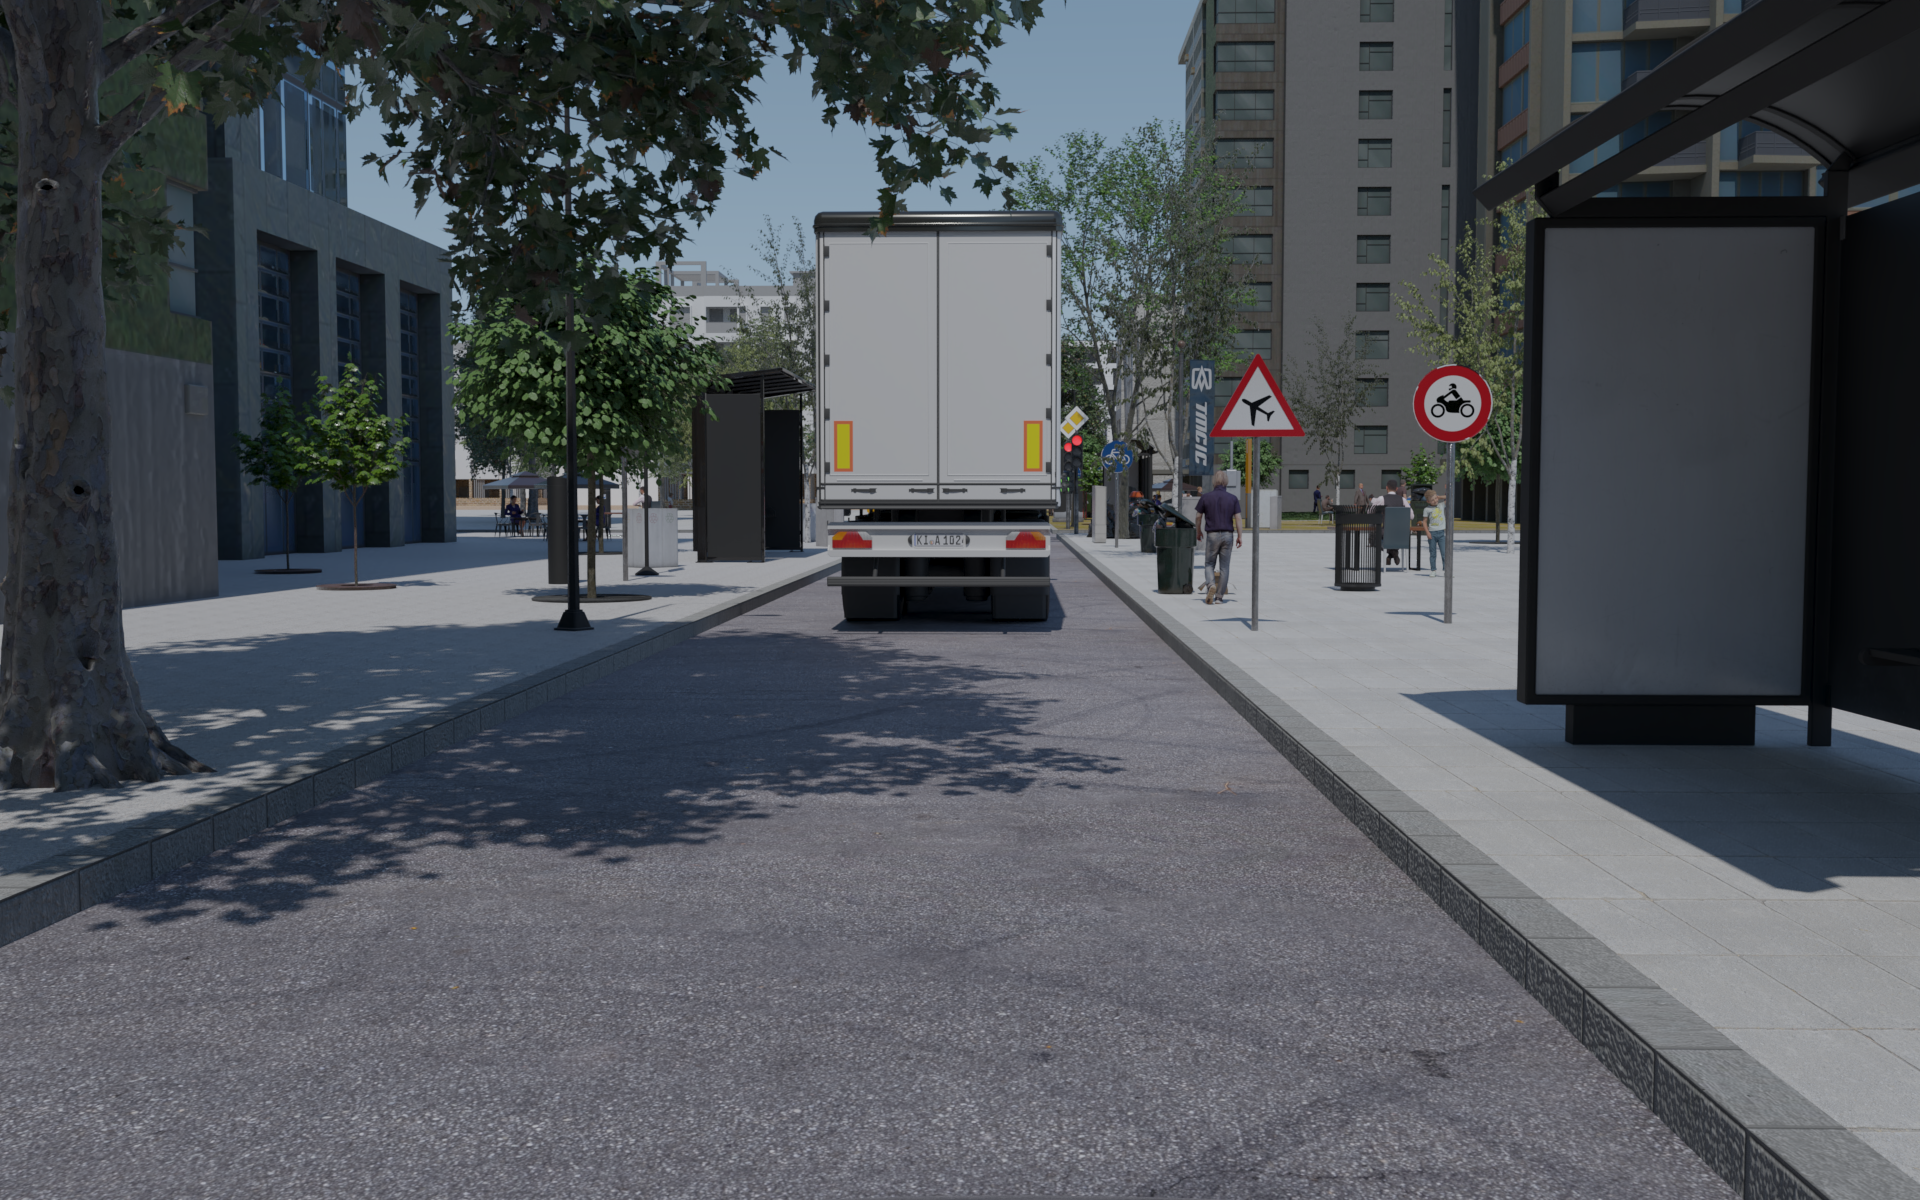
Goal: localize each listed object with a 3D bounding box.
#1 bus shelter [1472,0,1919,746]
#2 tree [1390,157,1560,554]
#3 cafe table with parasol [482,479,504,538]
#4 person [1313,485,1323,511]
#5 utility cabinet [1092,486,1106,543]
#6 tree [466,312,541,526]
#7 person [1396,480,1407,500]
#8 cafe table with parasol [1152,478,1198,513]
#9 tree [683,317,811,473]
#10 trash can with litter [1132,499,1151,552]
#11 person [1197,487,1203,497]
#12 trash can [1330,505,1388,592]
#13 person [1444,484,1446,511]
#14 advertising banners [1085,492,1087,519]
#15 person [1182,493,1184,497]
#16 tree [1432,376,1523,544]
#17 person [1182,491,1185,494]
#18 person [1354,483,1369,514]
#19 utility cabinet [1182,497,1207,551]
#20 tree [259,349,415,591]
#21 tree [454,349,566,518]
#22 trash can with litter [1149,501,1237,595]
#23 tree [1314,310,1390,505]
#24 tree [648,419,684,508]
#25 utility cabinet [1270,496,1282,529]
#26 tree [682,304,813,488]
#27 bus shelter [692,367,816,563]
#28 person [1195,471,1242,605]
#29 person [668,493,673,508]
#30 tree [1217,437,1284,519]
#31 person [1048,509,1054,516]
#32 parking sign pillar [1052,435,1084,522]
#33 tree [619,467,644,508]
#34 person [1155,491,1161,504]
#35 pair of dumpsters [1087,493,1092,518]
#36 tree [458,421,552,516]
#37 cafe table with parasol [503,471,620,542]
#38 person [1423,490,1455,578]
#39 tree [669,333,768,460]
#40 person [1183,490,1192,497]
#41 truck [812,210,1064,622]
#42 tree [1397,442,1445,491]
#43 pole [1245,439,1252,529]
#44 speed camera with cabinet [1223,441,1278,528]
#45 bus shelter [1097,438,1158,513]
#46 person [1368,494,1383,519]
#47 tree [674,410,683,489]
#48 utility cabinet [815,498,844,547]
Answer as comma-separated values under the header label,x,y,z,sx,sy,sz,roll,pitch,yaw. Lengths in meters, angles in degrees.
label,x,y,z,sx,sy,sz,roll,pitch,yaw
bus shelter,3.588,-0.757,6.302,2.014,3.302,5.546,0,4,2
tree,11.774,-5.319,37.328,4.737,8.622,4.395,0,3,0
cafe table with parasol,-12.963,-2.862,51.661,2.610,1.966,2.610,1,4,18
person,18.325,-5.003,88.548,0.504,1.737,0.576,-3,5,-40
utility cabinet,3.681,-2.263,45.672,0.318,1.500,1.173,0,4,1
tree,-17.829,-7.286,69.487,4.737,8.622,4.395,0,3,0
person,16.088,-3.465,62.830,0.434,1.807,0.598,-1,4,-8
cafe table with parasol,9.261,-4.328,75.625,2.610,1.966,2.610,3,4,38
tree,-12.940,-11.798,111.023,7.486,12.596,7.792,0,3,0
trash can with litter,4.350,-1.629,38.015,1.055,1.170,0.624,-2,4,-31
person,8.946,-3.408,64.031,0.388,1.546,0.482,0,3,0
trash can,5.282,-0.692,22.970,0.748,1.137,0.748,0,3,0
person,18.958,-3.688,67.264,0.541,1.710,0.530,-3,5,-42
advertising banners,6.432,-5.777,90.639,2.074,3.025,0.090,3,5,40
person,14.303,-6.160,110.671,0.435,1.345,0.340,0,4,-5
tree,13.971,-3.744,44.921,4.285,4.588,4.351,0,3,0
person,14.205,-6.467,111.898,0.434,1.807,0.598,-2,4,-33
person,18.021,-4.345,77.640,0.990,1.755,0.434,-2,4,-33
utility cabinet,5.416,-1.737,39.567,1.020,1.237,0.306,3,4,38
tree,-8.275,-1.754,23.277,1.663,3.219,1.824,0,3,0
tree,-24.420,-9.624,91.763,8.767,10.594,7.601,0,4,2
trash can with litter,3.013,-0.667,22.290,1.055,1.170,0.624,0,4,3
tree,14.797,-7.241,68.754,4.360,8.622,3.978,0,3,0
tree,-23.223,-13.223,134.320,7.486,12.596,7.792,0,3,0
utility cabinet,11.510,-3.181,63.178,0.306,1.237,1.020,1,4,19
tree,-7.731,-7.172,67.628,4.737,8.622,4.395,0,3,0
bus shelter,-4.065,-2.693,35.313,1.731,3.624,6.357,0,4,2
person,2.946,-0.729,20.174,0.569,1.553,0.471,3,5,43
person,-14.981,-4.887,89.855,0.340,1.345,0.435,-2,4,-25
tree,14.893,-6.429,88.820,4.285,4.588,4.351,0,3,0
person,5.379,-5.741,100.587,0.600,1.739,0.565,0,4,5
parking sign pillar,4.938,-5.536,78.989,1.447,3.967,1.447,0,4,-5
tree,-23.175,-10.670,124.814,4.360,8.622,3.978,0,3,0
person,10.877,-5.261,94.597,0.480,1.512,0.613,-3,5,-44
pair of dumpsters,6.565,-5.585,93.813,1.574,2.255,4.437,0,4,2
tree,-25.990,-11.250,102.061,7.486,12.596,7.792,0,3,0
cafe table with parasol,-10.428,-2.584,47.109,2.610,1.966,2.610,2,4,30
person,7.376,-1.023,26.680,0.435,1.345,0.340,0,4,-2
tree,-13.979,-10.170,100.692,7.601,10.594,8.767,1,4,12
person,9.280,-3.792,71.238,0.799,1.438,0.628,3,5,45
truck,-0.049,-2.071,22.774,2.839,4.237,11.283,0,4,2
tree,17.101,-4.284,64.649,1.663,3.219,1.824,0,3,0
pole,10.704,-4.308,64.287,0.158,3.312,0.155,0,3,0
speed camera with cabinet,10.856,-4.319,64.949,2.038,3.252,0.660,0,4,5
bus shelter,6.288,-4.366,65.304,2.014,3.302,5.546,0,4,2
person,13.942,-2.820,57.797,0.799,1.438,0.628,1,4,19
tree,-11.078,-7.981,80.851,4.737,8.622,4.395,0,3,0
utility cabinet,-3.181,-1.896,42.155,0.306,1.237,1.020,-2,4,-30
